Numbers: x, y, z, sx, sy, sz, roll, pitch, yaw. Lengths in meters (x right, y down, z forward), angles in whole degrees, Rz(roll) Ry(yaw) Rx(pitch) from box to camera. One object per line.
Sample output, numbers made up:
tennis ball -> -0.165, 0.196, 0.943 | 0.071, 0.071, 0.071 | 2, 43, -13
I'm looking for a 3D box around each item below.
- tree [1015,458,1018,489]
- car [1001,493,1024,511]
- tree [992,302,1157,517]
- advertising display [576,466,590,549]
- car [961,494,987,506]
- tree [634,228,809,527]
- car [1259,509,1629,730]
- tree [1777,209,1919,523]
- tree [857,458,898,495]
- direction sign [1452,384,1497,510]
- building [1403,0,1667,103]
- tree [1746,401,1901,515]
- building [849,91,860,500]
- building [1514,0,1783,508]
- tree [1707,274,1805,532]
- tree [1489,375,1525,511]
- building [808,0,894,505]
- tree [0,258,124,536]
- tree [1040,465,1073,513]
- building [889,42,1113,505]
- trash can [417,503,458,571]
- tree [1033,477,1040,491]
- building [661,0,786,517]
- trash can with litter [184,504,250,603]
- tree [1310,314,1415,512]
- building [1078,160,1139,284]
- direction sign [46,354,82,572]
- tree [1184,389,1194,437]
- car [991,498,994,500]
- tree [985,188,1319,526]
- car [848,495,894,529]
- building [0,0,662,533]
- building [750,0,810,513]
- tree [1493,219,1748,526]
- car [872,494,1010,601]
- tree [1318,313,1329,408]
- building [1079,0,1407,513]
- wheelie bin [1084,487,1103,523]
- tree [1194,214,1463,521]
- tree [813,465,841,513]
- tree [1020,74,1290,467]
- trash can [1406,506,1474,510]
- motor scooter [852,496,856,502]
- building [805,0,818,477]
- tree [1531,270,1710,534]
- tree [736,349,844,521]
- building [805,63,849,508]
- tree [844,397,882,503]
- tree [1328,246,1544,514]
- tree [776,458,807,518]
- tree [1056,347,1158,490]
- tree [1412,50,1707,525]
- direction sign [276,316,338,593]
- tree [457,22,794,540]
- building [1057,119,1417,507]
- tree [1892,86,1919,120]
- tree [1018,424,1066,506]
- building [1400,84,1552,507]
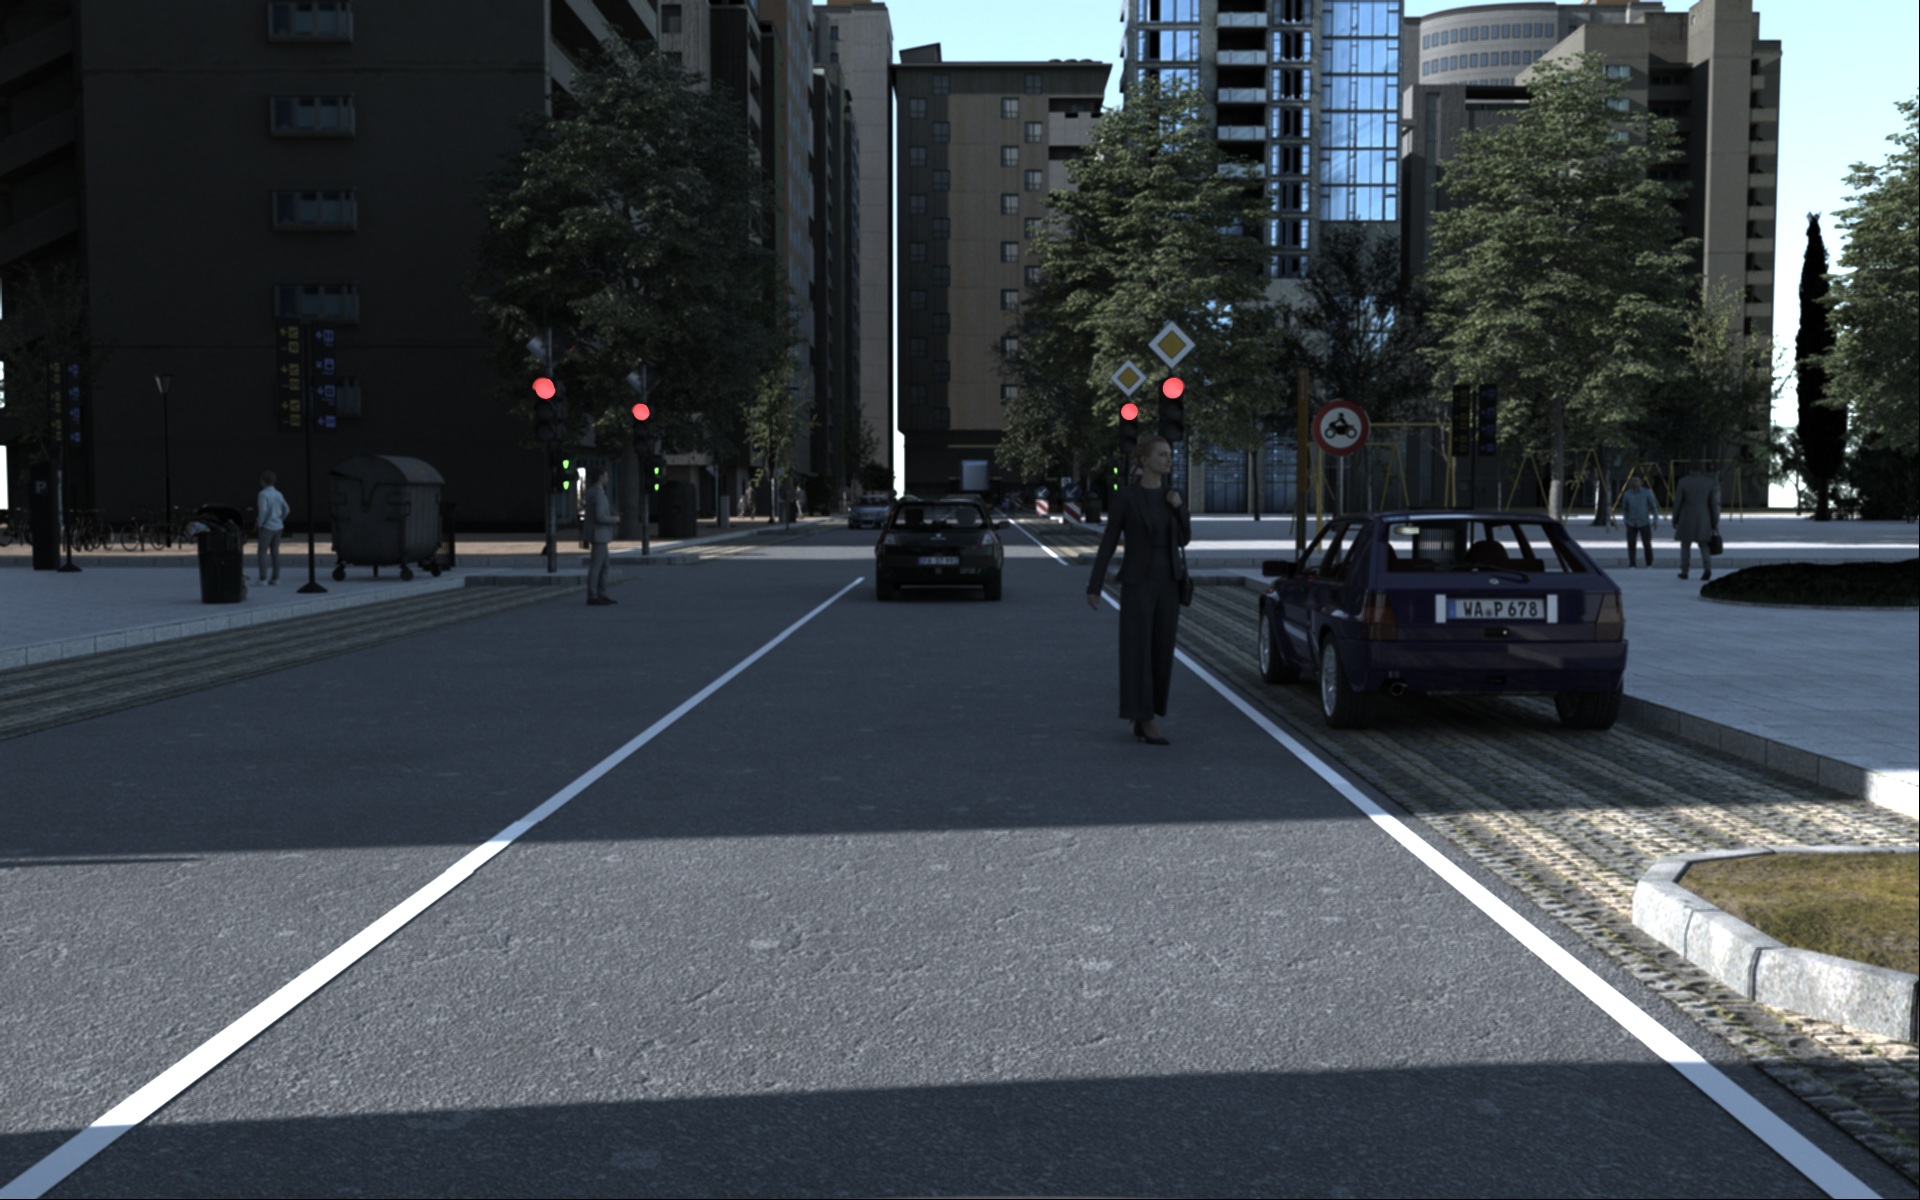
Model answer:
tree -> 7.130, -14.119, 181.200 | 4.737, 8.622, 4.395 | 0, 3, 0
car -> 4.379, -8.292, 145.170 | 1.945, 1.707, 3.694 | 0, 4, 2
tree -> 6.511, -10.929, 95.690 | 9.611, 12.733, 9.660 | 0, 3, 0
advertising display -> -8.795, -2.158, 40.489 | 0.123, 1.923, 0.974 | -2, 4, -24
car -> 0.611, -5.690, 104.824 | 2.131, 1.459, 4.920 | 0, 4, -1
tree -> -9.507, -8.673, 67.554 | 9.928, 11.665, 9.643 | 0, 3, 0
car -> 3.119, 0.045, 11.838 | 1.945, 1.354, 3.894 | 0, 4, 1
tree -> 43.841, -10.770, 77.904 | 13.155, 14.587, 18.604 | -2, 4, -26
tree -> -7.857, -10.461, 154.755 | 4.285, 4.588, 4.351 | 0, 3, 0
direction sign -> 10.600, -2.677, 35.766 | 0.876, 3.537, 0.379 | 2, 4, 23
building -> 65.501, -40.687, 207.225 | 28.212, 58.520, 21.231 | 0, 4, 1
tree -> 56.746, -8.348, 99.401 | 20.602, 7.101, 11.467 | 1, 4, 15
building -> -17.411, -30.211, 177.542 | 14.086, 41.232, 14.154 | 0, 4, 1
building -> 68.740, -33.574, 172.639 | 21.600, 48.544, 21.300 | 0, 4, 1
tree -> 25.400, -6.557, 57.574 | 4.737, 8.622, 4.395 | 0, 3, 0
tree -> 33.235, -9.506, 105.791 | 4.737, 8.622, 4.395 | 0, 3, 0
building -> -22.154, -40.706, 207.541 | 28.212, 58.520, 21.231 | 0, 4, 1
tree -> -28.049, -6.294, 53.269 | 4.360, 8.622, 3.978 | 0, 3, 0
tree -> 6.752, -7.420, 115.916 | 1.663, 3.219, 1.824 | 0, 3, 0
building -> 5.843, -38.056, 211.454 | 27.495, 52.752, 28.713 | 0, 4, 1
trash can -> -8.773, -1.061, 28.998 | 0.748, 1.137, 0.748 | 0, 3, 0
tree -> 7.926, -10.544, 166.991 | 1.663, 3.219, 1.824 | 0, 3, 0
building -> -18.013, -20.140, 100.983 | 14.160, 30.474, 14.107 | 0, 4, 1
trash can with litter -> -8.820, -0.565, 20.619 | 0.624, 1.170, 1.055 | -1, 4, -16
tree -> 16.381, -7.289, 69.540 | 4.737, 8.622, 4.395 | 0, 3, 0
building -> 17.307, -23.300, 152.654 | 14.160, 30.474, 14.107 | 0, 4, 1
direction sign -> -14.735, -2.236, 28.551 | 0.379, 3.537, 0.876 | 0, 4, 3
tree -> 14.019, -9.113, 83.415 | 7.601, 10.594, 8.767 | 0, 4, -2
car -> 2.150, -9.119, 158.878 | 2.009, 1.686, 4.222 | 0, 4, 2
tree -> 6.086, -9.754, 69.841 | 12.009, 13.543, 11.850 | 0, 3, 0
car -> -3.613, -3.668, 71.976 | 2.014, 1.417, 4.499 | 0, 4, 2
building -> -23.941, -27.047, 65.914 | 21.300, 48.544, 21.600 | 0, 4, 1
building -> -17.876, -28.618, 118.013 | 14.600, 45.320, 14.200 | 0, 4, 1
tree -> 26.064, -9.335, 69.632 | 9.611, 12.733, 9.660 | 0, 3, 0
car -> -0.275, -0.912, 24.696 | 2.009, 1.686, 4.222 | 0, 4, 0
tree -> 23.047, -11.653, 100.894 | 12.009, 13.543, 11.850 | 0, 3, 0
building -> 20.637, -49.892, 128.397 | 22.319, 86.520, 31.000 | 0, 4, 1
wheelie bin -> 5.847, -4.178, 76.219 | 0.693, 1.594, 0.980 | -1, 4, -22
tree -> 12.804, -7.598, 58.639 | 8.767, 10.594, 7.601 | 0, 4, 2
tree -> -9.072, -7.417, 115.868 | 1.663, 3.219, 1.824 | 0, 3, 0
tree -> 5.219, -7.936, 47.885 | 7.486, 12.596, 7.792 | 0, 3, 0
trash can -> 5.471, -0.496, 19.766 | 0.748, 1.137, 0.748 | 0, 3, 0
motor scooter -> -5.505, -5.002, 94.568 | 0.815, 1.314, 1.986 | 0, 4, -1
building -> -26.109, -33.605, 138.678 | 28.713, 52.752, 27.495 | 0, 4, 1
tree -> 21.099, -6.454, 55.881 | 4.737, 8.622, 4.395 | 0, 3, 0
tree -> -8.877, -8.117, 83.082 | 4.737, 8.622, 4.395 | 0, 3, 0
building -> -18.111, -29.120, 159.702 | 14.154, 41.232, 14.086 | 0, 4, 1
tree -> -7.962, -11.043, 130.912 | 4.737, 8.622, 4.395 | 0, 3, 0
tree -> 24.735, -10.783, 86.668 | 12.009, 13.543, 11.850 | 0, 3, 0
tree -> -9.019, -6.005, 92.779 | 1.663, 3.219, 1.824 | 0, 3, 0
tree -> 6.164, -7.964, 80.567 | 4.360, 8.622, 3.978 | 0, 3, 0
tree -> 15.427, -7.762, 45.040 | 7.486, 12.596, 7.792 | 0, 3, 0
direction sign -> -8.445, -1.864, 22.474 | 0.379, 3.537, 0.876 | 2, 4, 32
tree -> -9.362, -8.700, 48.906 | 9.857, 13.997, 8.962 | 0, 3, 0
building -> 26.078, -29.328, 171.397 | 32.217, 40.220, 23.993 | 0, 4, 1
tree -> 27.333, -7.900, 47.284 | 7.486, 12.596, 7.792 | 0, 3, 0
tree -> 7.985, -12.654, 157.251 | 4.737, 8.622, 4.395 | 0, 3, 0
building -> 50.932, -30.140, 176.379 | 14.086, 41.232, 14.154 | 0, 4, 1
